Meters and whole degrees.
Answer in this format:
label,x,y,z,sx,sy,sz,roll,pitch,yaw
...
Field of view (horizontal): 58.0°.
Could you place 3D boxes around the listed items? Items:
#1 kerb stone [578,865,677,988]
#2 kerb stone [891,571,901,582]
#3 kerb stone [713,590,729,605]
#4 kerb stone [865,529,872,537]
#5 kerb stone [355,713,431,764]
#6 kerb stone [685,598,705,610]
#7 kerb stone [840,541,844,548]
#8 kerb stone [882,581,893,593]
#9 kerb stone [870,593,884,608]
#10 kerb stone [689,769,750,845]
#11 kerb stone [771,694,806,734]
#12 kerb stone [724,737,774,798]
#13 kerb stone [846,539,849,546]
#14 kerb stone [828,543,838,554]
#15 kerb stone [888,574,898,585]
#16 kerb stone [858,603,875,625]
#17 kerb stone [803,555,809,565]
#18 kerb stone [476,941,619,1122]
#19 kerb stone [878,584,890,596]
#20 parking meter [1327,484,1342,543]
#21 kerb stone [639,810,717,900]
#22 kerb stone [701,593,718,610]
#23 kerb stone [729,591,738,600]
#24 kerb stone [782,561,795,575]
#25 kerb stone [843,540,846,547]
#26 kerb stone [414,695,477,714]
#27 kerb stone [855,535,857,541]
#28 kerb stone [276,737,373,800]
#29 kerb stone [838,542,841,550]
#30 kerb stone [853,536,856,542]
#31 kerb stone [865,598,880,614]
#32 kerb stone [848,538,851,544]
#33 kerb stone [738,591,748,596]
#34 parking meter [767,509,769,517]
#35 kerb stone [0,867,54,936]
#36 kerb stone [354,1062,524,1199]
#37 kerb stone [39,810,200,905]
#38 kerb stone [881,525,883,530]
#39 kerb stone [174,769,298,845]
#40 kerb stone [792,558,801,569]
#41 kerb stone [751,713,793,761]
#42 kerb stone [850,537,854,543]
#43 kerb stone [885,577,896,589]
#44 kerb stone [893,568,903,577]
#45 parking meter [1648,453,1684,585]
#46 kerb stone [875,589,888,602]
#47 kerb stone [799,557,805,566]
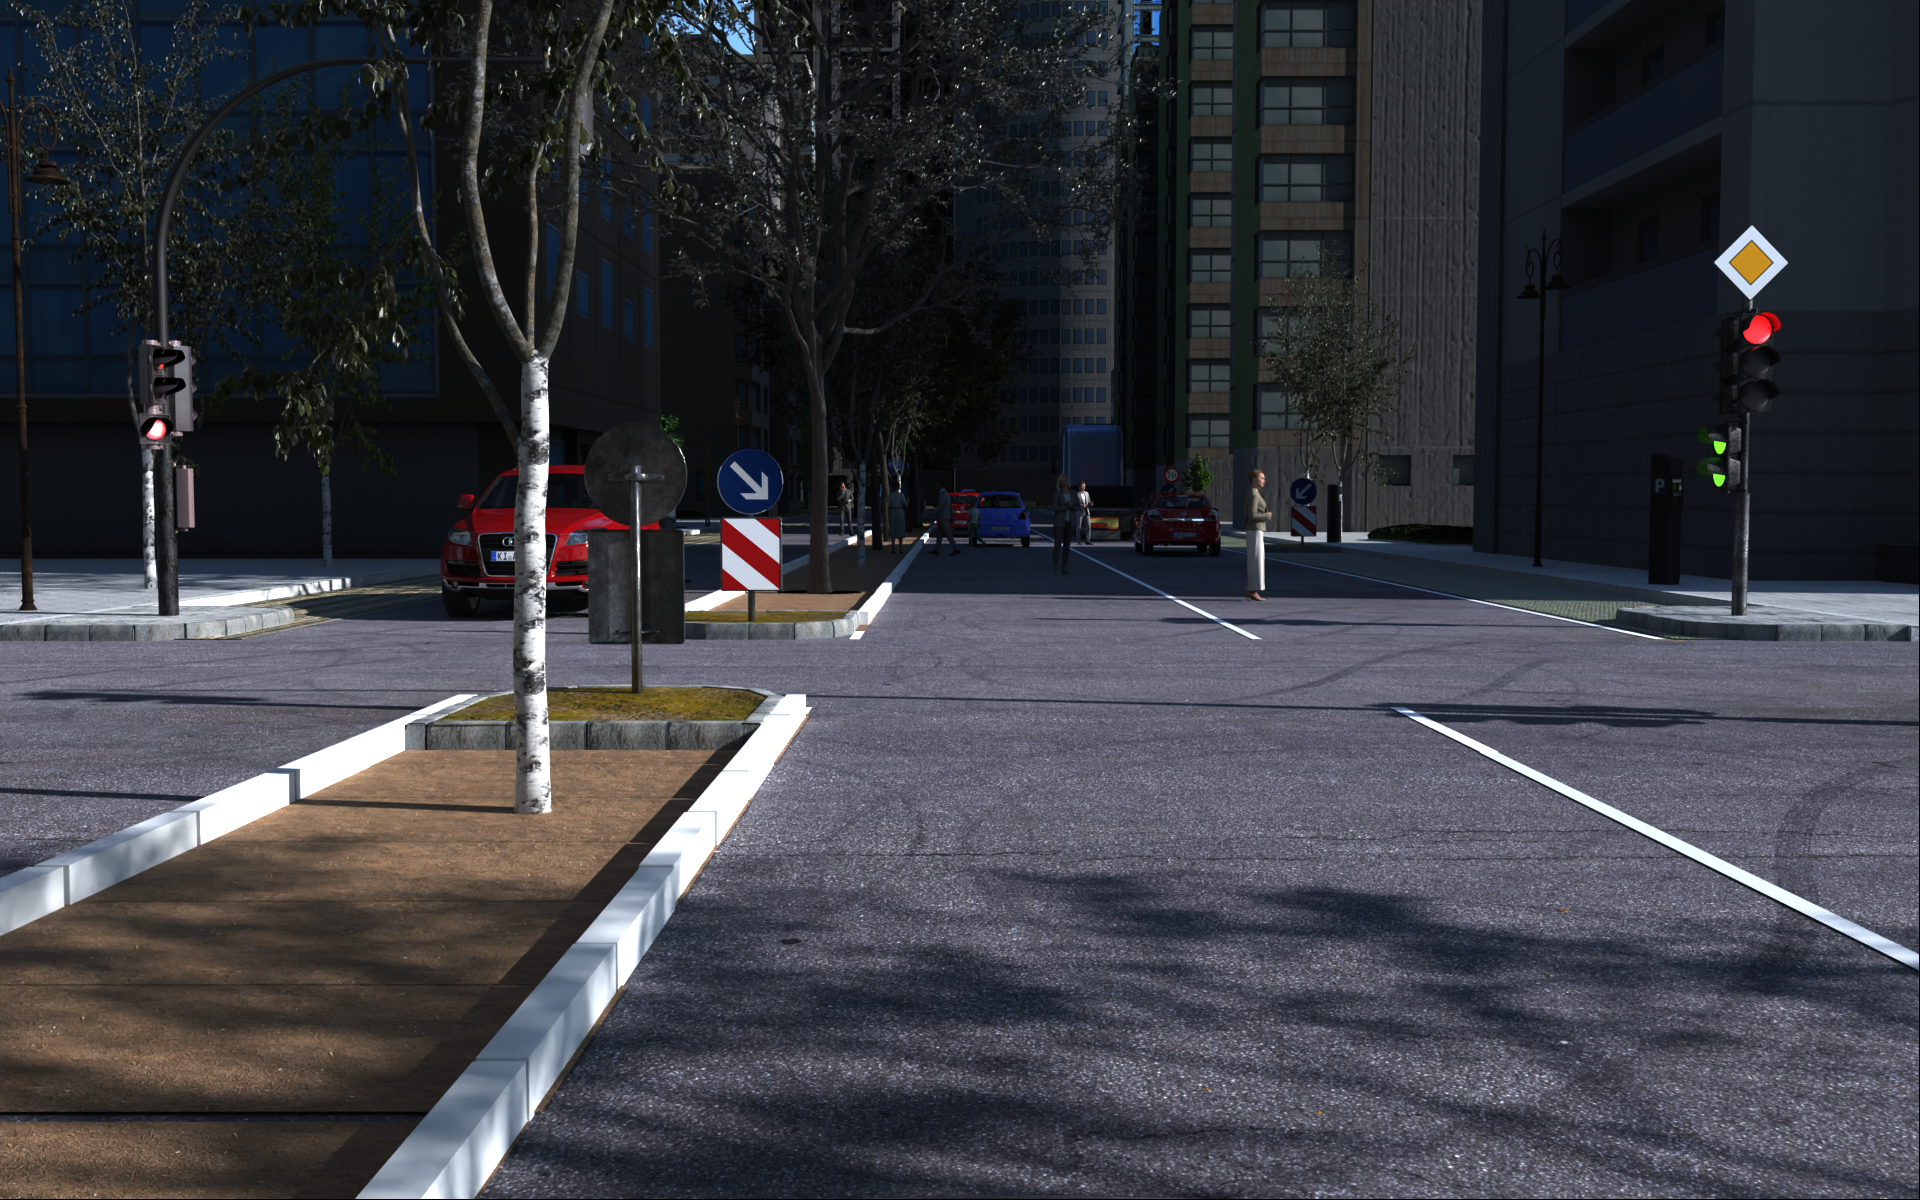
label,x,y,z,sx,sy,sz,roll,pitch,yaw
kerb stone,-1.042,1.027,5.466,0.120,0.150,1.000,0,3,0
kerb stone,-1.056,-0.329,27.573,0.120,0.150,1.000,0,3,0
kerb stone,-3.156,-0.014,22.425,0.120,0.150,1.000,0,3,0
kerb stone,-3.188,-2.335,60.375,0.120,0.150,1.000,0,3,0
kerb stone,-3.147,0.775,9.562,0.120,0.150,1.000,0,3,0
kerb stone,-3.162,0.114,20.381,0.120,0.150,1.000,0,3,0
kerb stone,-3.180,-1.396,45.013,0.120,0.150,1.000,0,3,0
kerb stone,-1.058,-0.138,24.495,0.120,0.150,1.000,0,3,0
kerb stone,-1.053,0.048,21.413,0.120,0.150,1.000,0,3,0
kerb stone,-1.042,0.898,7.511,0.120,0.150,1.000,0,3,0
kerb stone,-1.048,0.710,10.592,0.120,0.150,1.000,0,3,0
kerb stone,-1.042,0.835,8.544,0.120,0.150,1.000,0,3,0
kerb stone,-3.175,-1.520,47.060,0.120,0.150,1.000,0,3,0
kerb stone,-3.173,-1.270,42.960,0.120,0.150,1.000,0,3,0
kerb stone,-1.062,-0.266,26.547,0.120,0.150,1.000,0,3,0
kerb stone,-1.059,0.174,19.354,0.120,0.150,1.000,0,3,0
kerb stone,-3.165,-0.767,34.750,0.120,0.150,1.000,0,3,0
kerb stone,-1.042,1.086,4.444,0.120,0.150,1.000,0,3,0
kerb stone,-1.059,-0.075,23.458,0.120,0.150,1.000,0,3,0
parking meter,9.905,-2.289,45.830,0.372,1.533,0.369,0,3,0
kerb stone,-1.051,0.961,6.489,0.120,0.150,1.000,0,3,0
kerb stone,-3.154,0.050,21.403,0.120,0.150,1.000,0,3,0
kerb stone,-3.160,-0.076,23.452,0.120,0.150,1.000,0,3,0
kerb stone,-3.164,-0.580,31.672,0.120,0.150,1.000,0,3,0
kerb stone,-3.182,-1.458,46.035,0.120,0.150,1.000,0,3,0
kerb stone,-3.147,0.710,10.584,0.120,0.150,1.000,0,3,0
kerb stone,-3.175,-1.772,51.160,0.120,0.150,1.000,0,3,0
kerb stone,-3.139,0.835,8.537,0.120,0.150,1.000,0,3,0
kerb stone,-3.174,-1.333,43.983,0.120,0.150,1.000,0,3,0
kerb stone,-3.187,-1.709,50.137,0.120,0.150,1.000,0,3,0
kerb stone,-1.059,0.111,20.380,0.120,0.150,1.000,0,3,0
kerb stone,-3.177,-1.584,48.086,0.120,0.150,1.000,0,3,0
kerb stone,-3.151,-0.140,24.478,0.120,0.150,1.000,0,3,0
parking meter,-10.230,-5.150,92.619,0.372,1.533,0.369,0,3,0
kerb stone,-3.149,1.025,5.471,0.120,0.150,1.000,0,3,0
kerb stone,-1.041,1.148,3.421,0.120,0.150,1.000,0,3,0
kerb stone,-3.142,0.962,6.493,0.120,0.150,1.000,0,3,0
kerb stone,-3.194,-3.149,73.683,0.120,0.150,1.000,0,3,0
kerb stone,-3.138,0.899,7.515,0.120,0.150,1.000,0,3,0
kerb stone,-3.164,-0.643,32.706,0.120,0.150,1.000,0,3,0
kerb stone,-1.048,0.776,9.568,0.120,0.150,1.000,0,3,0
kerb stone,-3.178,-1.641,49.109,0.120,0.150,1.000,0,3,0
kerb stone,-1.054,-0.201,25.517,0.120,0.150,1.000,0,3,0
kerb stone,-1.060,-0.390,28.596,0.120,0.150,1.000,0,3,0
parking meter,10.019,-1.154,24.576,0.255,1.863,0.399,-2,4,-27
kerb stone,-1.051,-0.011,22.436,0.120,0.150,1.000,0,3,0
kerb stone,-3.175,-0.705,33.728,0.120,0.150,1.000,0,3,0
